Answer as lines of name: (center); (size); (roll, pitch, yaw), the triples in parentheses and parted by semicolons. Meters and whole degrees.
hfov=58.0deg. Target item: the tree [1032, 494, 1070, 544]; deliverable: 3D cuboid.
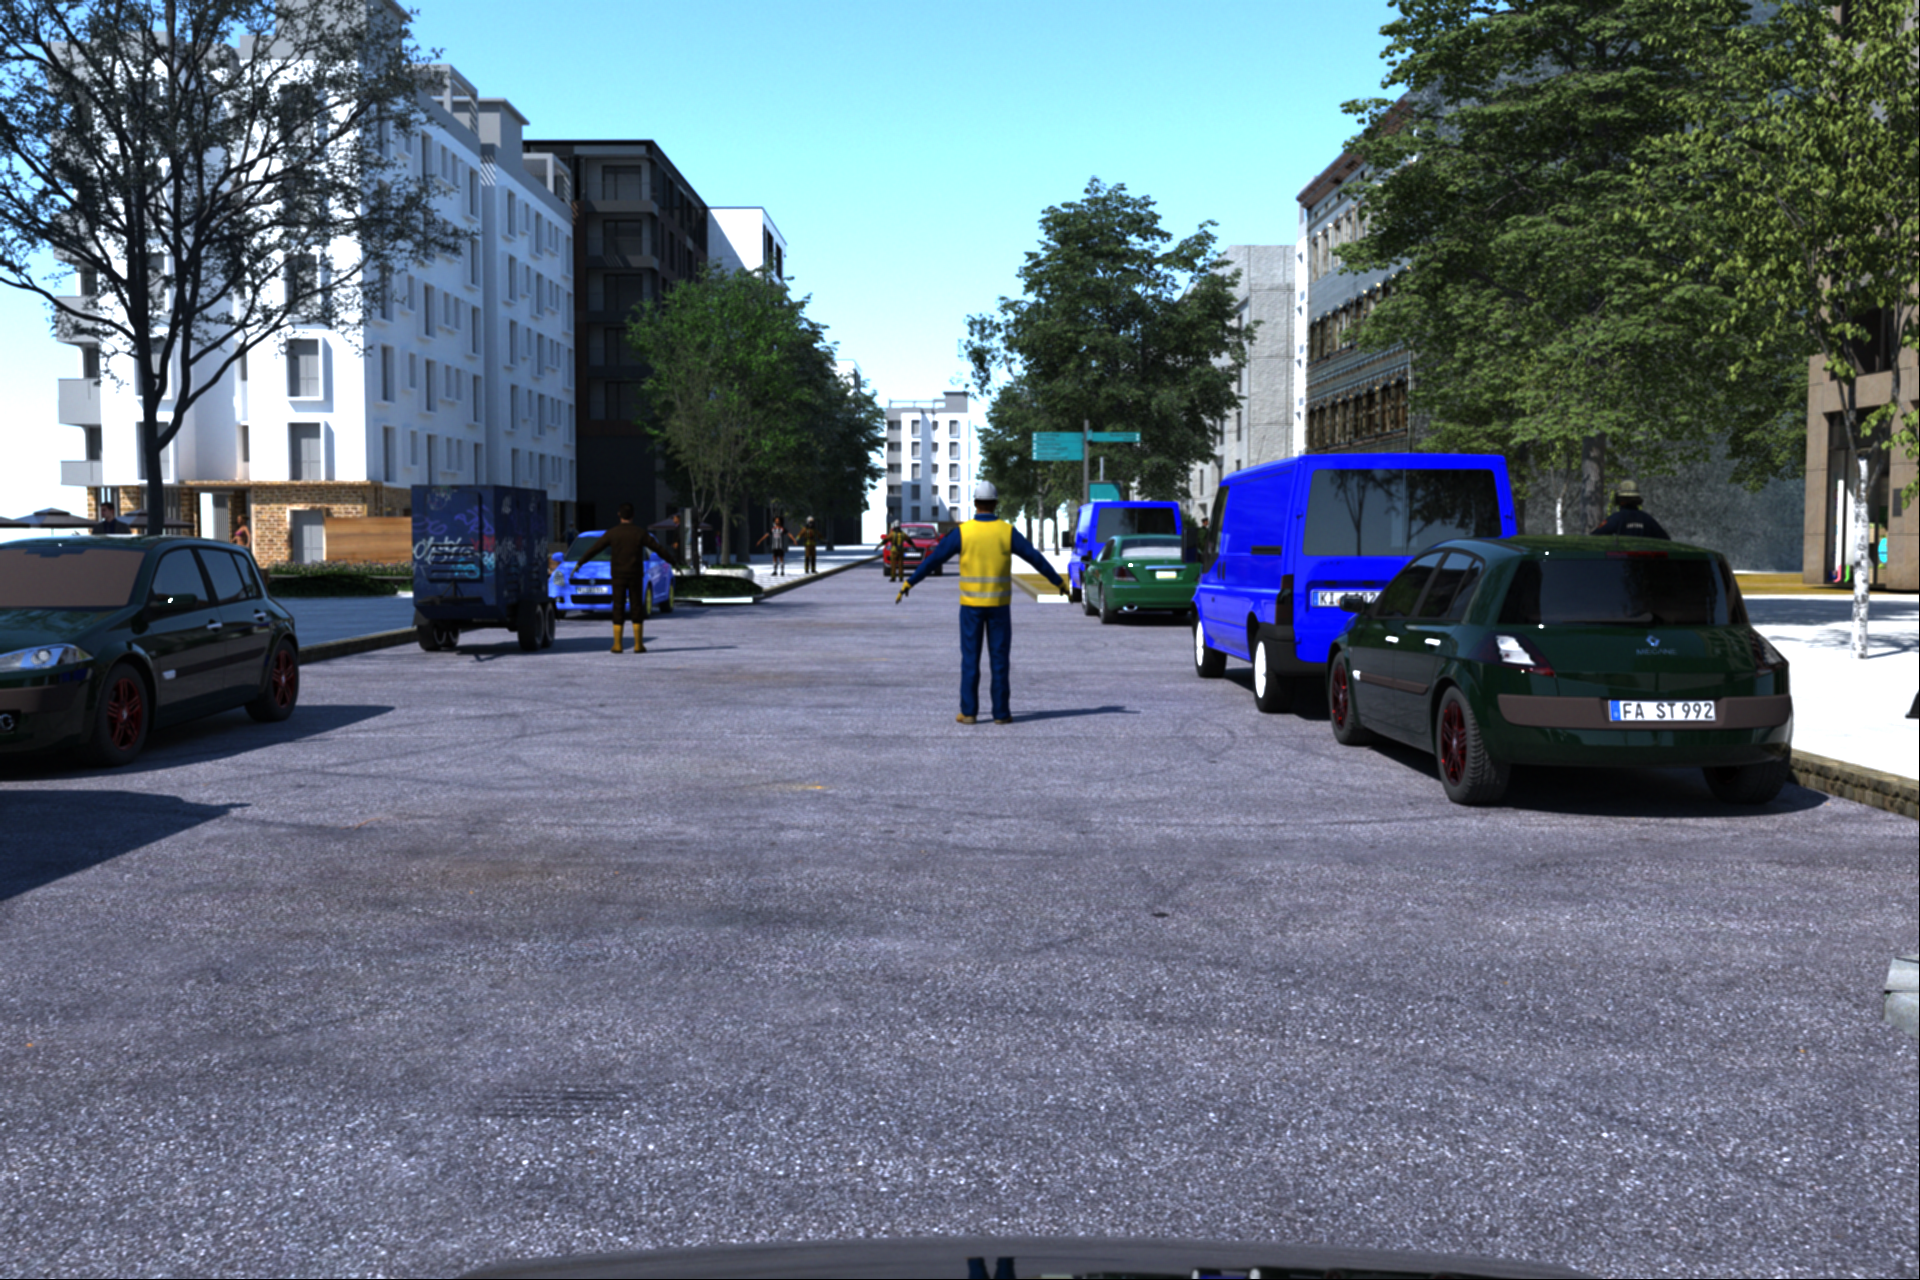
tree: (12.894, -18.286, 233.390); (7.601, 10.594, 8.767); (0, 4, 5)

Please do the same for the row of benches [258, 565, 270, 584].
row of benches: (-16.552, -1.329, 37.197); (4.104, 0.672, 1.422); (2, 4, 27)

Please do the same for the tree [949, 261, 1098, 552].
tree: (5.460, -16.091, 118.973); (12.611, 20.169, 13.585); (0, 3, 0)

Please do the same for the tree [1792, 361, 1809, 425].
tree: (25.189, -5.883, 46.549); (4.360, 8.622, 3.978); (0, 3, 0)

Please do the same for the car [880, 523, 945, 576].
car: (-1.619, -3.167, 60.456); (2.281, 1.827, 5.304); (0, 4, -1)

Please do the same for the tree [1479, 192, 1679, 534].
tree: (13.078, -5.317, 37.288); (4.737, 8.622, 4.395); (0, 3, 0)

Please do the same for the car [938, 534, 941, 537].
car: (-1.809, -7.669, 137.183); (2.131, 1.459, 4.920); (0, 4, -1)

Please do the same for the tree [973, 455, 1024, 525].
tree: (5.386, -19.300, 233.687); (7.486, 12.596, 7.792); (0, 3, 0)

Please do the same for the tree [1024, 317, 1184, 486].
tree: (6.228, -8.504, 73.454); (8.767, 10.594, 7.601); (2, 4, 31)

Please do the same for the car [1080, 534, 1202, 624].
car: (3.128, -1.052, 28.992); (2.131, 1.459, 4.920); (0, 4, -1)

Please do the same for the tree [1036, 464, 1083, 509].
tree: (6.285, -8.577, 90.600); (4.737, 8.622, 4.395); (0, 3, 0)

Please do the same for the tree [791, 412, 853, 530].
tree: (-9.232, -9.354, 103.293); (4.360, 8.622, 3.978); (0, 3, 0)

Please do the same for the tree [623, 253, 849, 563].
tree: (-9.903, -10.469, 77.823); (9.857, 13.997, 8.962); (0, 3, 0)

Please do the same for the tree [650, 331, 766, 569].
tree: (-9.563, -6.900, 63.174); (4.360, 8.622, 3.978); (0, 3, 0)

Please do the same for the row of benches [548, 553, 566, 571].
row of benches: (-13.022, -2.427, 55.149); (1.422, 0.672, 4.104); (-2, 4, -27)

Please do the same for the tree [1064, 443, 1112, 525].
tree: (5.915, -8.176, 84.045); (4.360, 8.622, 3.978); (0, 3, 0)

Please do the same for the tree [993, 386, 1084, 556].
tree: (5.449, -10.294, 102.718); (7.601, 10.594, 8.767); (-1, 4, -14)

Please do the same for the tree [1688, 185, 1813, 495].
tree: (26.789, -8.339, 54.471); (7.486, 12.596, 7.792); (0, 3, 0)

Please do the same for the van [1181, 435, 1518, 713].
van: (3.320, -0.682, 15.542); (2.240, 2.365, 5.245); (0, 4, -2)

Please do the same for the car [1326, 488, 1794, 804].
car: (3.441, -0.048, 10.576); (2.009, 1.686, 4.222); (0, 4, -1)

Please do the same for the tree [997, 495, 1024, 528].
tree: (6.914, -16.937, 227.275); (4.737, 8.622, 4.395); (0, 3, 0)

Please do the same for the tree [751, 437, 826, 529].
tree: (-9.067, -8.314, 86.304); (4.737, 8.622, 4.395); (0, 3, 0)

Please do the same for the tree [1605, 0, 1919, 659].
tree: (9.022, -4.104, 17.462); (4.737, 8.622, 4.395); (0, 3, 0)

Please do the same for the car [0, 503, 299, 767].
car: (-6.008, -0.129, 11.891); (2.009, 1.686, 4.222); (0, 4, 0)

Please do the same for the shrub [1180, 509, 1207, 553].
shrub: (6.560, -2.909, 51.606); (1.661, 2.075, 1.752); (0, 3, 0)

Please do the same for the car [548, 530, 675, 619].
car: (-6.077, -1.268, 30.318); (1.945, 1.707, 3.694); (0, 4, 0)

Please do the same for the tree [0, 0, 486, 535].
tree: (-12.275, -7.093, 26.343); (12.009, 13.543, 11.850); (0, 3, 0)

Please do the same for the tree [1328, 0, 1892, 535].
tree: (9.181, -6.540, 25.063); (7.486, 12.596, 7.792); (0, 3, 0)

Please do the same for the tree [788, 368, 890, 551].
tree: (-10.057, -13.785, 132.041); (9.857, 13.997, 8.962); (0, 3, 0)

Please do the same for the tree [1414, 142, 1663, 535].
tree: (16.415, -8.034, 49.480); (7.486, 12.596, 7.792); (0, 3, 0)

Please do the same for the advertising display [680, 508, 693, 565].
advertising display: (-6.806, -2.317, 43.104); (0.123, 1.923, 0.974); (0, 4, 1)

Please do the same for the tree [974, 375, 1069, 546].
tree: (5.548, -14.113, 137.397); (9.857, 13.997, 8.962); (0, 3, 0)

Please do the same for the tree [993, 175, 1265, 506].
tree: (5.883, -9.473, 61.545); (9.857, 13.997, 8.962); (0, 3, 0)

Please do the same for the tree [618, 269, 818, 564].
tree: (-9.513, -8.777, 69.265); (9.928, 11.665, 9.643); (0, 3, 0)
